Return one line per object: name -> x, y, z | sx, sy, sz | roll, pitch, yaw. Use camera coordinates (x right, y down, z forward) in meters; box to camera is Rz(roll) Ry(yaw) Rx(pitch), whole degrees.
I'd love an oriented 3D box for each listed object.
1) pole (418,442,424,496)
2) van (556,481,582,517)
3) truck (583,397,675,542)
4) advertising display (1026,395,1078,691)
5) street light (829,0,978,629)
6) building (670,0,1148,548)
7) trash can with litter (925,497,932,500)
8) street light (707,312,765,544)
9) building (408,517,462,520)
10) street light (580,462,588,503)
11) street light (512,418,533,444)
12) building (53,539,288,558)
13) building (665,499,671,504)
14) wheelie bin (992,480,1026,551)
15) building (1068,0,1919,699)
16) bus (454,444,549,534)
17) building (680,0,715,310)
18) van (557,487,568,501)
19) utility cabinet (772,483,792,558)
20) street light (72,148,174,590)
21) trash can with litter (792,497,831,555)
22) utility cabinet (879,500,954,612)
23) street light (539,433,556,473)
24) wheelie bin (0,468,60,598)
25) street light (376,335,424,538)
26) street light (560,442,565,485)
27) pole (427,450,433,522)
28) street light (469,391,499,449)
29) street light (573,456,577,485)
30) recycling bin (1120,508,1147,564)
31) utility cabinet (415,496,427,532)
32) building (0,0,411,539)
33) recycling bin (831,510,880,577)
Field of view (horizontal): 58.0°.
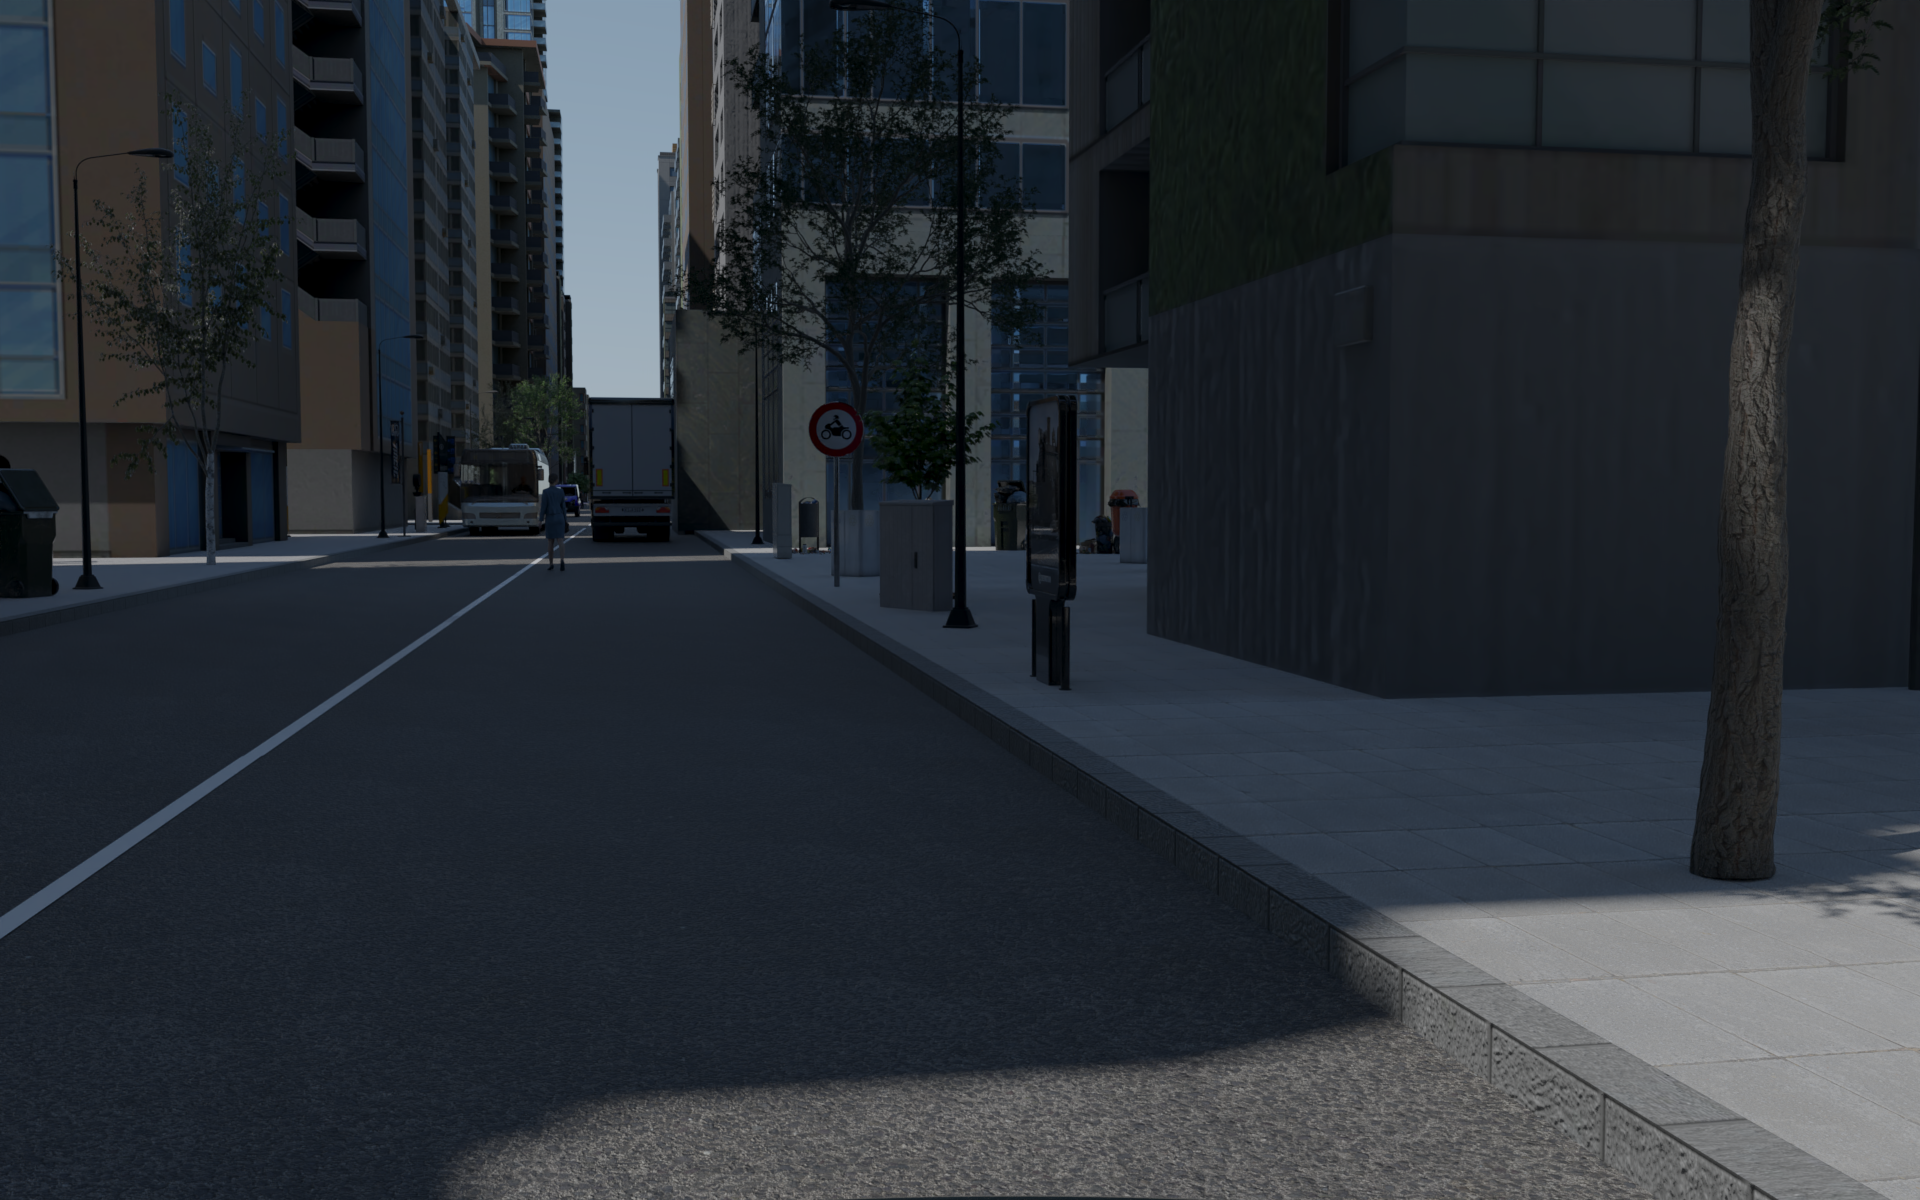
pole -> -21.154, -4.533, 67.955 | 0.158, 3.312, 0.155 | 0, 3, 0
van -> -24.993, -6.420, 109.345 | 2.240, 2.365, 5.245 | -1, 4, -11
truck -> -10.669, -4.083, 55.671 | 2.839, 4.237, 11.283 | -1, 4, -12
advertising display -> 0.611, -0.397, 11.709 | 0.123, 1.923, 0.974 | -1, 4, -11
street light -> -0.529, -2.683, 16.406 | 1.470, 5.913, 1.316 | -1, 4, -11
building -> 1.985, -45.421, 55.303 | 22.319, 86.520, 31.000 | -1, 4, -11
trash can with litter -> -0.720, -1.727, 39.293 | 1.678, 1.210, 2.233 | -1, 4, -13
street light -> -5.707, -4.372, 44.023 | 1.470, 5.913, 1.316 | -1, 4, -11
building -> -39.855, -24.308, 89.313 | 32.217, 40.220, 23.993 | -1, 4, -11
street light -> -45.938, -14.429, 208.453 | 1.470, 5.913, 1.316 | -1, 4, -11
street light -> -26.571, -8.105, 105.059 | 1.470, 5.913, 1.316 | -1, 4, -11
building -> -23.845, -23.777, 38.864 | 14.600, 45.320, 14.200 | -1, 4, -11
building -> -7.984, -27.466, 140.946 | 32.217, 40.220, 23.993 | -1, 4, -11
wheelie bin -> 1.165, -1.929, 39.454 | 0.980, 1.594, 0.693 | 2, 4, 28
building -> 8.297, -20.427, 17.579 | 14.154, 41.232, 14.086 | -1, 4, -11
bus -> -16.786, -4.252, 64.387 | 2.948, 3.499, 13.247 | -1, 4, -12
building -> -10.363, -28.074, 109.117 | 14.600, 45.320, 14.200 | -1, 4, -11
van -> -22.520, -5.375, 94.900 | 2.013, 2.044, 4.112 | -1, 4, -12
utility cabinet -> -3.552, -1.590, 34.681 | 0.318, 1.500, 1.173 | -1, 4, -10
street light -> -11.252, -3.105, 23.315 | 1.470, 5.913, 1.316 | -1, 4, -11
trash can with litter -> -2.927, -1.637, 37.820 | 2.233, 1.210, 1.678 | -3, 5, -44
utility cabinet -> -0.500, -0.499, 19.327 | 0.306, 1.237, 1.020 | -3, 4, -38
street light -> -31.587, -9.778, 132.419 | 1.470, 5.913, 1.316 | -1, 4, -11
wheelie bin -> -11.717, -0.833, 21.522 | 0.693, 1.594, 0.980 | 1, 4, 12
street light -> -16.306, -4.766, 50.470 | 1.470, 5.913, 1.316 | -1, 4, -11
street light -> -35.748, -11.080, 153.695 | 1.470, 5.913, 1.316 | -1, 4, -11
pole -> -24.267, -5.226, 79.290 | 0.158, 3.312, 0.155 | 0, 3, 0
street light -> -21.437, -6.444, 77.903 | 1.470, 5.913, 1.316 | -1, 4, -11
street light -> -40.967, -12.767, 181.283 | 1.470, 5.913, 1.316 | -1, 4, -11
recycling bin -> 3.458, -1.202, 32.211 | 0.722, 1.027, 0.722 | -2, 4, -34
utility cabinet -> -18.165, -2.887, 58.364 | 0.306, 1.237, 1.020 | -1, 4, -13
building -> -27.284, -25.051, 59.691 | 14.200, 45.320, 14.600 | -1, 4, -11
recycling bin -> -1.540, -0.896, 27.201 | 0.722, 1.027, 0.722 | 3, 5, 44
